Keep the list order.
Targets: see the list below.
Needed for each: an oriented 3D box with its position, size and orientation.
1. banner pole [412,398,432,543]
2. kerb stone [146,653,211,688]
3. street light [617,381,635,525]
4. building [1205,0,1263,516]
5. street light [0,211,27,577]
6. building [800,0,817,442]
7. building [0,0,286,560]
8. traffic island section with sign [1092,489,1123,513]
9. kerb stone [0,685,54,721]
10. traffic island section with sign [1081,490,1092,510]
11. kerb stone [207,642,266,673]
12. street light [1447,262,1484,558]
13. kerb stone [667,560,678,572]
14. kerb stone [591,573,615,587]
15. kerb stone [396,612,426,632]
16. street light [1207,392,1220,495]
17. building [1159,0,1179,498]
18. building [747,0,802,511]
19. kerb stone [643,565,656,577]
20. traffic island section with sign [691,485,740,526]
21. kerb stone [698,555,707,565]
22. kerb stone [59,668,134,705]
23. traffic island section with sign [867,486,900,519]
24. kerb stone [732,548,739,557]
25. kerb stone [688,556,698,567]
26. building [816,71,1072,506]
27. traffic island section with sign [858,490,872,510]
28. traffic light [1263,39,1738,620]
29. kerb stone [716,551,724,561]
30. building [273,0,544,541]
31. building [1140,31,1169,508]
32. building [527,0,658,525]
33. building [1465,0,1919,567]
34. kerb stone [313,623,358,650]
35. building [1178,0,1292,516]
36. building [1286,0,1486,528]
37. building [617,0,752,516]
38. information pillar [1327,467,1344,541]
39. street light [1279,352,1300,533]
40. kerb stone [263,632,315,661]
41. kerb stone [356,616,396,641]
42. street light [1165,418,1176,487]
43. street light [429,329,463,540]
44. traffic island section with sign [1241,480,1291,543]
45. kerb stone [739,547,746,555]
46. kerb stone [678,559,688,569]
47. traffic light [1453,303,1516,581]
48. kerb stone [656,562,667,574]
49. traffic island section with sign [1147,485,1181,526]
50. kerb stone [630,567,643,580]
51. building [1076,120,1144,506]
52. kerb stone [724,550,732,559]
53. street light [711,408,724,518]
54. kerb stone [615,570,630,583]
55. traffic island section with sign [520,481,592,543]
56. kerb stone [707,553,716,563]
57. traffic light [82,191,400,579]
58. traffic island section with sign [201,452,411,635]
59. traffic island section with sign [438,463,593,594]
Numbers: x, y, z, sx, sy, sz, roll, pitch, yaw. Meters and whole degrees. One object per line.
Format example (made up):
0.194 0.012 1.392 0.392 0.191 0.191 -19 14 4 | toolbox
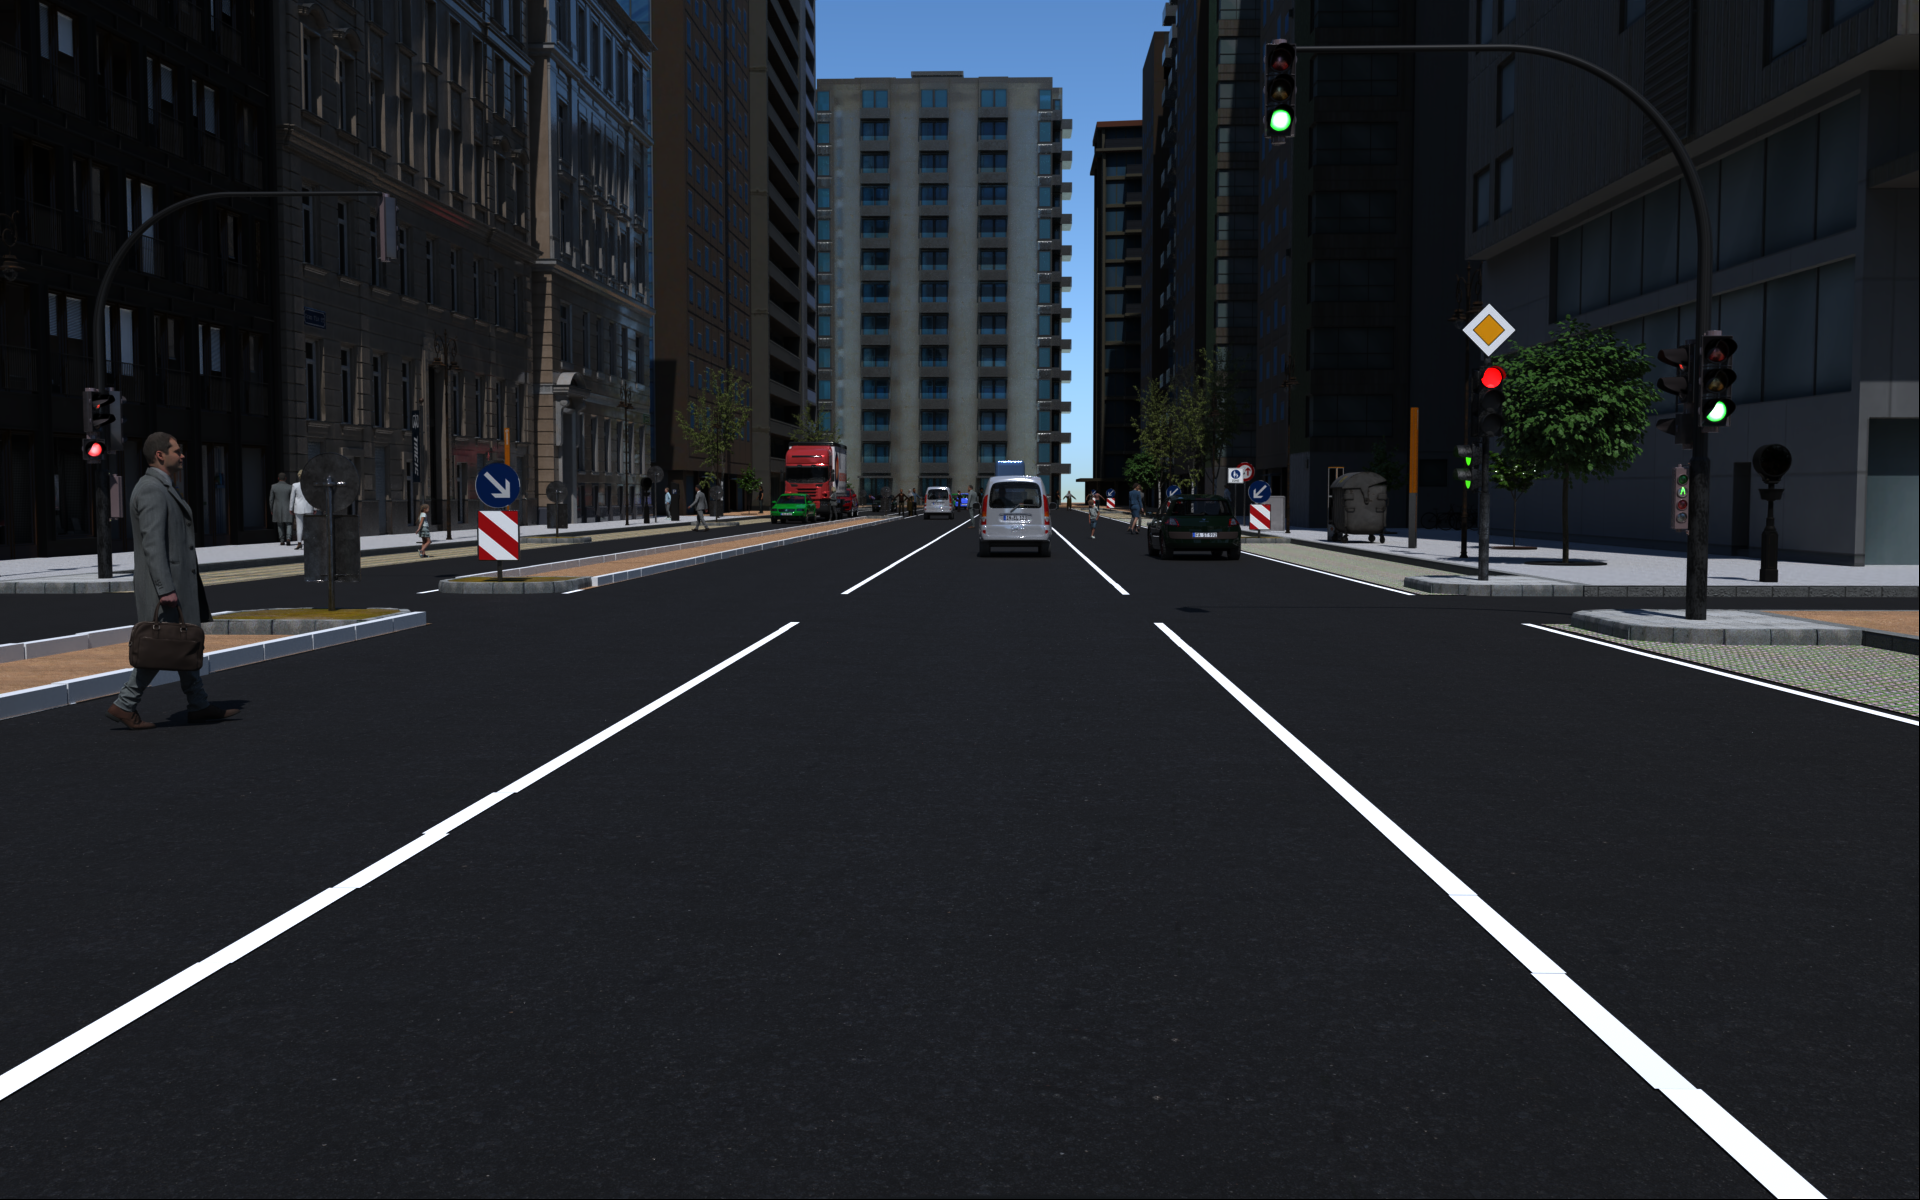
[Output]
-14.175 -3.386 45.380 0.401 3.779 0.863 -3 5 -41 | banner pole
-6.051 0.550 13.275 0.120 0.150 1.000 0 4 2 | kerb stone
-13.695 -6.013 71.096 0.468 5.910 1.993 0 4 2 | street light
22.162 -25.903 107.114 14.154 41.232 14.086 0 4 2 | building
-14.967 -3.295 26.655 0.468 5.910 1.993 0 4 2 | street light
-28.014 -38.000 163.303 28.212 58.520 21.231 0 4 2 | building
-24.376 -12.728 37.779 12.332 23.373 15.834 0 4 2 | building
10.979 -7.295 127.895 1.989 1.847 2.006 0 4 2 | traffic island section with sign
-6.121 0.676 11.227 0.120 0.150 1.000 0 4 2 | kerb stone
11.851 -8.996 155.705 1.989 1.847 2.006 0 4 2 | traffic island section with sign
-6.025 0.483 14.296 0.120 0.150 1.000 0 4 2 | kerb stone
10.119 -3.781 34.608 0.468 5.910 1.993 0 4 2 | street light
-5.463 -0.617 32.310 0.120 0.150 1.000 0 4 2 | kerb stone
-5.628 -0.305 27.198 0.120 0.150 1.000 0 4 2 | kerb stone
-5.897 0.233 18.388 0.120 0.150 1.000 0 4 2 | kerb stone
11.488 -6.460 78.411 0.468 5.910 1.993 0 4 2 | street light
28.410 -32.018 143.102 23.786 49.044 30.456 0 4 2 | building
-24.873 -31.672 141.537 21.300 48.544 21.600 0 4 2 | building
-5.519 -0.492 30.263 0.120 0.150 1.000 0 4 2 | kerb stone
-11.083 -4.284 78.673 1.989 1.847 2.006 0 4 2 | traffic island section with sign
-5.368 -0.803 35.389 0.120 0.150 1.000 0 4 2 | kerb stone
-6.091 0.609 12.249 0.120 0.150 1.000 0 4 2 | kerb stone
-4.370 -5.676 100.943 2.006 1.907 1.989 0 4 2 | traffic island section with sign
-5.246 -1.056 39.498 0.120 0.150 1.000 0 4 2 | kerb stone
-5.402 -0.737 34.362 0.120 0.150 1.000 0 4 2 | kerb stone
-2.573 -35.440 199.045 30.456 49.044 23.786 0 4 2 | building
-8.676 -8.995 155.690 1.989 1.847 2.006 0 4 2 | traffic island section with sign
5.413 -2.623 17.560 4.771 5.953 1.251 0 4 2 | traffic light
-5.304 -0.933 37.443 0.120 0.150 1.000 0 4 2 | kerb stone
-23.433 -15.983 58.593 12.463 27.353 25.104 0 4 2 | building
24.790 -31.535 165.711 14.600 45.320 14.200 0 4 2 | building
-22.722 -18.055 81.108 13.634 28.700 20.117 0 4 2 | building
28.413 -27.552 39.712 27.495 52.752 28.713 0 4 2 | building
-5.957 0.358 16.339 0.120 0.150 1.000 0 4 2 | kerb stone
22.691 -28.806 121.096 14.600 45.320 14.200 0 4 2 | building
20.386 -18.307 71.015 14.160 30.474 14.107 0 4 2 | building
-22.870 -28.923 122.999 14.600 45.320 14.200 0 4 2 | building
10.198 -2.602 47.031 0.304 2.012 0.304 -3 5 -39 | information pillar
10.729 -5.121 56.512 0.468 5.910 1.993 0 4 2 | street light
-5.992 0.421 15.318 0.120 0.150 1.000 0 4 2 | kerb stone
-5.924 0.295 17.366 0.120 0.150 1.000 0 4 2 | kerb stone
12.180 -7.800 100.312 0.468 5.910 1.993 0 4 2 | street light
-14.376 -4.634 48.559 0.468 5.910 1.993 0 4 2 | street light
8.583 -2.582 50.846 1.989 1.847 2.006 0 4 2 | traffic island section with sign
-5.211 -1.120 40.519 0.120 0.150 1.000 0 4 2 | kerb stone
-5.432 -0.678 33.335 0.120 0.150 1.000 0 4 2 | kerb stone
7.755 -2.244 25.617 0.839 4.253 0.868 0 4 2 | traffic light
-5.492 -0.556 31.288 0.120 0.150 1.000 0 4 2 | kerb stone
9.424 -4.230 77.789 1.989 1.847 2.006 0 4 2 | traffic island section with sign
-5.555 -0.428 29.242 0.120 0.150 1.000 0 4 2 | kerb stone
27.860 -33.186 197.218 28.867 44.769 22.147 0 4 2 | building
-5.266 -0.995 38.465 0.120 0.150 1.000 0 4 2 | kerb stone
-13.017 -7.352 92.998 0.468 5.910 1.993 0 4 2 | street light
-5.589 -0.368 28.220 0.120 0.150 1.000 0 4 2 | kerb stone
-11.947 -2.589 50.962 1.989 1.847 2.006 0 4 2 | traffic island section with sign
-5.333 -0.869 36.414 0.120 0.150 1.000 0 4 2 | kerb stone
-10.903 -3.153 26.215 4.771 5.953 1.251 0 4 2 | traffic light
-6.938 -0.630 18.437 2.006 1.907 1.989 0 4 2 | traffic island section with sign
-6.698 -1.083 25.840 2.006 1.907 1.989 0 4 2 | traffic island section with sign
